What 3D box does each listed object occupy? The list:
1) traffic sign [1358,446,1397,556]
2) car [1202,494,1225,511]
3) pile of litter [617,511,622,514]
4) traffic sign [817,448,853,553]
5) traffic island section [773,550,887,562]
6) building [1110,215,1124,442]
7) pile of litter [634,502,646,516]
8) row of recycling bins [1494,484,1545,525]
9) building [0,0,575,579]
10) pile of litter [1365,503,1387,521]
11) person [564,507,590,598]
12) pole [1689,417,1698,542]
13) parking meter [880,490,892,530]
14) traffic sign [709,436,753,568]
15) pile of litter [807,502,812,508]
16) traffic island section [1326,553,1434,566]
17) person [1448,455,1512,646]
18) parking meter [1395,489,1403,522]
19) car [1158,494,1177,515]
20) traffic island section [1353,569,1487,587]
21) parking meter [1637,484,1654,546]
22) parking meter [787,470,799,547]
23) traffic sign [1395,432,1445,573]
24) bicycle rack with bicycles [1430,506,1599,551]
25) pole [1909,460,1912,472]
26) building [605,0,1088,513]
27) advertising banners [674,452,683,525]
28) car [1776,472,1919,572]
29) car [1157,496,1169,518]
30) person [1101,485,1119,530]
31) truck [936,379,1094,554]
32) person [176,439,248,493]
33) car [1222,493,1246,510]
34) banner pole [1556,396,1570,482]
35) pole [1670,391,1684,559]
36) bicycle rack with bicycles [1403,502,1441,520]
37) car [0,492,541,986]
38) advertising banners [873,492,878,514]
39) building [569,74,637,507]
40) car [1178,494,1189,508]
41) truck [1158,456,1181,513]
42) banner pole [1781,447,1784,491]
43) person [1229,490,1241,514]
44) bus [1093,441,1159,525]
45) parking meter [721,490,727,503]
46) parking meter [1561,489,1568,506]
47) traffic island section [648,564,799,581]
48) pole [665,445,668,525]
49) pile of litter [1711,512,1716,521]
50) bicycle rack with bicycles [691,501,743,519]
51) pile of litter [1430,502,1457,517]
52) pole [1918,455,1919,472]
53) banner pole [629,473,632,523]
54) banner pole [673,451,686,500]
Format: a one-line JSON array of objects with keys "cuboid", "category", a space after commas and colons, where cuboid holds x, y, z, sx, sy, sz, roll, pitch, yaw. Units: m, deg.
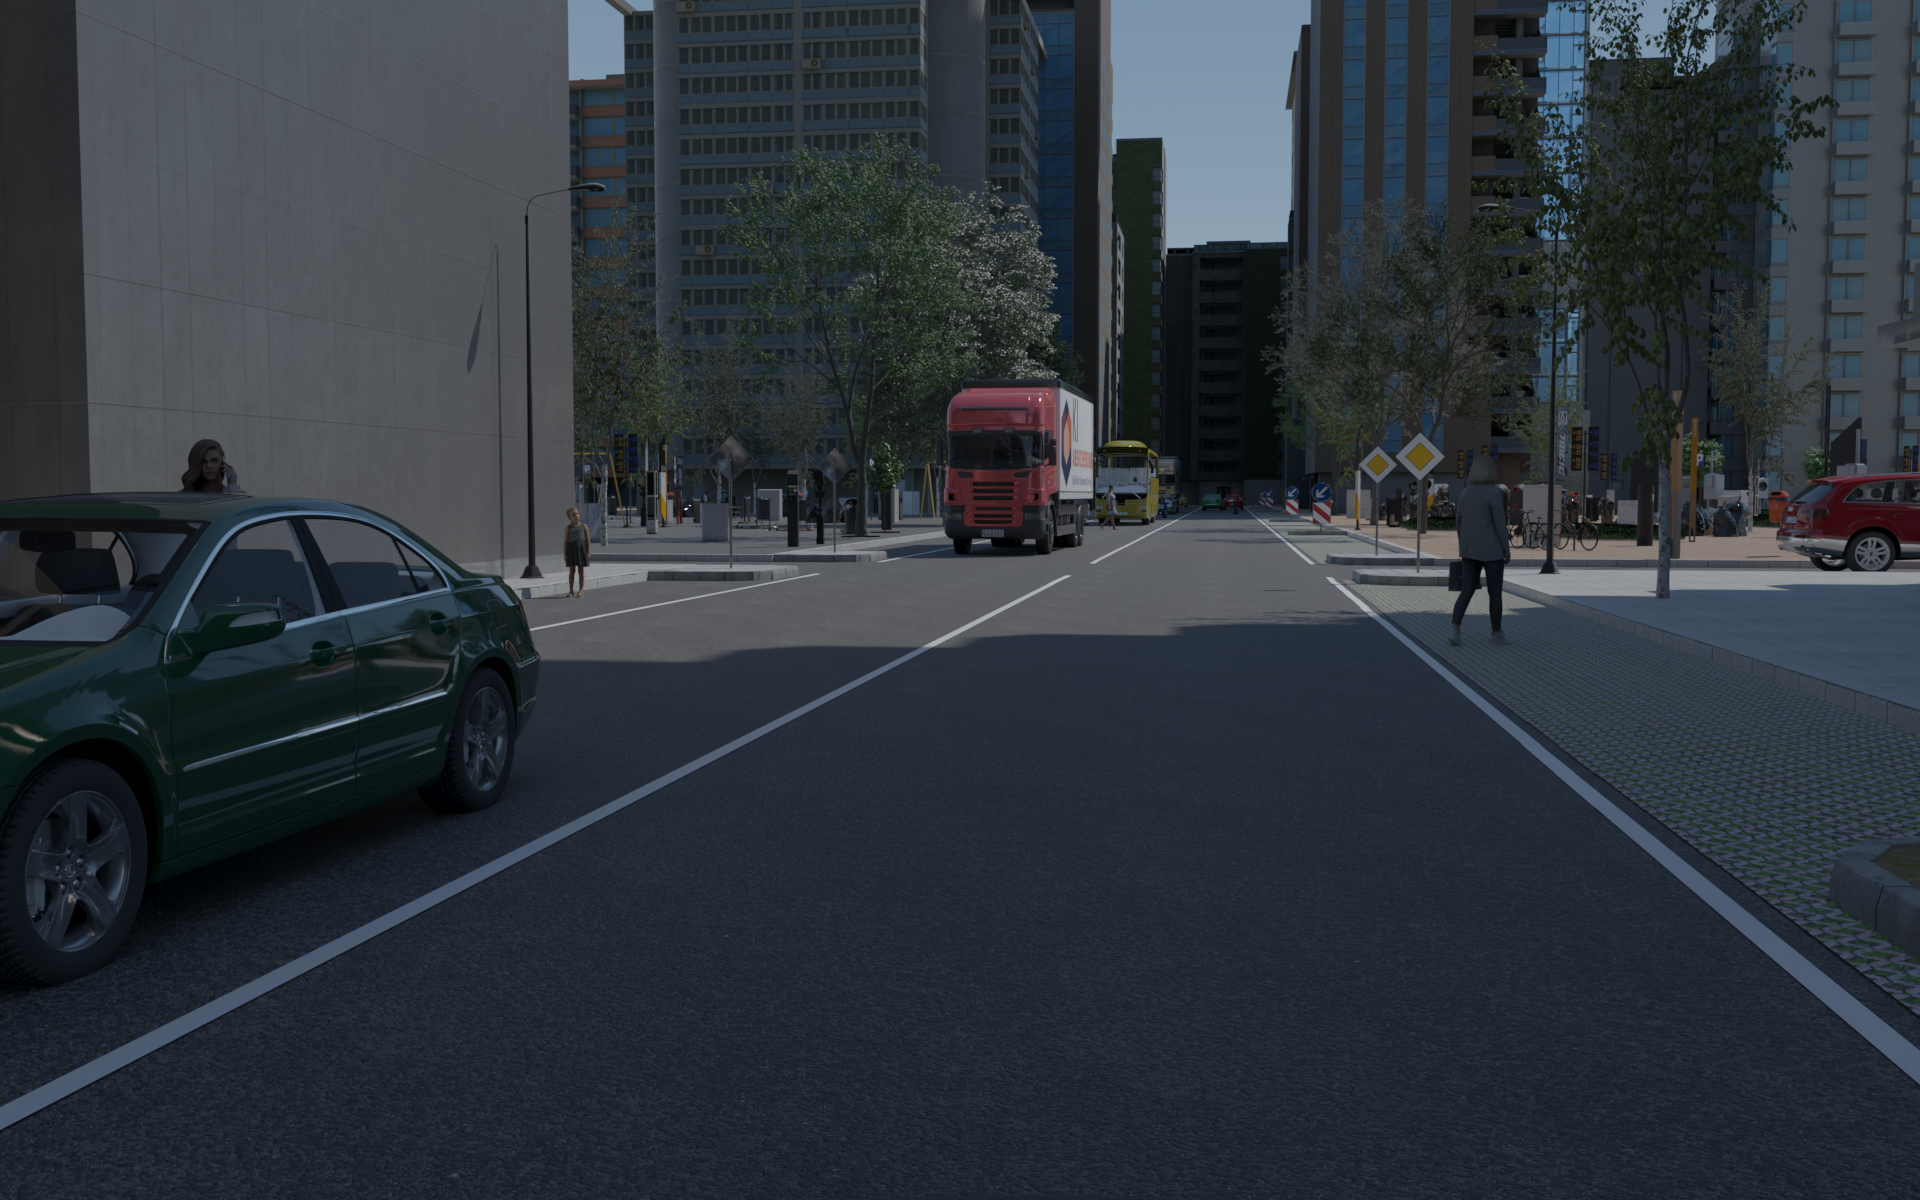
[{"cuboid": [8.671, -1.979, 36.003, 0.795, 2.450, 0.064, 1, 4, 9], "category": "traffic sign"}, {"cuboid": [21.731, -8.551, 148.600, 1.959, 1.807, 4.718, 1, 4, 10], "category": "car"}, {"cuboid": [-22.422, -5.929, 110.910, 1.719, 0.858, 1.176, 0, 4, -6], "category": "pile of litter"}, {"cuboid": [-2.735, -2.088, 37.783, 0.795, 2.450, 0.064, 1, 4, 9], "category": "traffic sign"}, {"cuboid": [-2.759, -0.952, 37.848, 2.009, 0.180, 2.903, 1, 4, 9], "category": "traffic island section"}, {"cuboid": [9.993, -25.078, 181.719, 14.107, 30.474, 14.160, 1, 4, 9], "category": "building"}, {"cuboid": [-19.216, -5.538, 104.515, 1.176, 0.858, 1.719, 1, 4, 21], "category": "pile of litter"}, {"cuboid": [22.651, -3.939, 71.515, 3.534, 1.692, 1.069, 3, 4, 38], "category": "row of recycling bins"}, {"cuboid": [-22.016, -12.606, 25.176, 30.058, 24.678, 14.314, 1, 4, 9], "category": "building"}, {"cuboid": [20.213, -4.278, 83.914, 1.176, 0.858, 1.719, 1, 4, 18], "category": "pile of litter"}, {"cuboid": [-5.309, -0.663, 24.010, 0.362, 1.253, 0.373, 0, 4, -5], "category": "person"}, {"cuboid": [19.555, -3.201, 46.171, 0.158, 3.312, 0.155, 0, 3, 0], "category": "pole"}, {"cuboid": [-2.632, -3.429, 61.780, 0.399, 1.863, 0.255, 0, 4, 7], "category": "parking meter"}, {"cuboid": [-3.957, -1.605, 29.891, 0.795, 2.450, 0.064, 1, 4, 9], "category": "traffic sign"}, {"cuboid": [-9.151, -5.376, 101.859, 1.176, 0.858, 1.719, 3, 4, 38], "category": "pile of litter"}, {"cuboid": [8.695, -0.844, 36.076, 2.009, 0.180, 2.903, 1, 4, 9], "category": "traffic island section"}, {"cuboid": [4.850, -0.468, 16.334, 0.728, 1.800, 0.709, -2, 4, -31], "category": "person"}, {"cuboid": [20.522, -4.437, 80.962, 0.372, 1.533, 0.369, 0, 3, 0], "category": "parking meter"}, {"cuboid": [13.987, -6.611, 119.888, 2.131, 1.459, 4.920, 1, 4, 10], "category": "car"}, {"cuboid": [7.474, -0.361, 28.185, 2.009, 0.180, 2.903, 1, 4, 9], "category": "traffic island section"}, {"cuboid": [16.926, -2.101, 42.769, 0.372, 1.533, 0.369, 0, 3, 0], "category": "parking meter"}, {"cuboid": [-4.048, -2.221, 42.027, 0.255, 1.863, 0.399, 0, 4, 0], "category": "parking meter"}, {"cuboid": [7.449, -1.497, 28.111, 0.795, 2.450, 0.064, 1, 4, 9], "category": "traffic sign"}, {"cuboid": [12.920, -1.628, 39.994, 2.852, 0.926, 2.925, -1, 4, -13], "category": "bicycle rack with bicycles"}, {"cuboid": [56.831, -6.719, 103.693, 0.158, 3.312, 0.155, 0, 3, 0], "category": "pole"}, {"cuboid": [-7.193, -26.562, 126.173, 32.217, 40.220, 23.993, 1, 4, 9], "category": "building"}, {"cuboid": [-11.897, -4.704, 73.095, 0.090, 3.025, 2.074, 0, 4, 0], "category": "advertising banners"}, {"cuboid": [17.579, -1.371, 31.086, 5.304, 1.827, 2.281, 0, 4, 7], "category": "car"}, {"cuboid": [11.654, -5.637, 104.744, 1.945, 1.354, 3.894, 0, 4, 8], "category": "car"}, {"cuboid": [5.986, -3.713, 69.309, 0.778, 1.811, 0.616, 1, 4, 23], "category": "person"}, {"cuboid": [1.643, -3.408, 44.627, 2.839, 4.237, 11.283, 1, 4, 10], "category": "truck"}, {"cuboid": [-4.448, -0.066, 10.162, 0.593, 1.750, 0.643, -1, 4, -14], "category": "person"}, {"cuboid": [24.890, -9.083, 157.547, 2.155, 1.783, 4.494, 1, 4, 9], "category": "car"}, {"cuboid": [14.989, -3.266, 43.410, 0.401, 3.779, 0.863, -1, 4, -16], "category": "banner pole"}, {"cuboid": [14.160, -2.471, 34.243, 0.158, 3.312, 0.155, 0, 3, 0], "category": "pole"}, {"cuboid": [22.489, -4.301, 83.704, 2.852, 0.926, 2.925, 0, 4, 1], "category": "bicycle rack with bicycles"}, {"cuboid": [-3.251, 0.314, 6.670, 2.131, 1.459, 4.920, 1, 4, 9], "category": "car"}, {"cuboid": [-4.883, -7.120, 112.606, 2.074, 3.025, 0.090, 3, 5, 41], "category": "advertising banners"}, {"cuboid": [-32.364, -32.331, 183.234, 28.867, 44.769, 22.147, 1, 4, 9], "category": "building"}, {"cuboid": [23.477, -10.720, 185.496, 2.015, 1.641, 3.980, 1, 4, 9], "category": "car"}, {"cuboid": [15.257, -8.671, 130.681, 2.839, 4.237, 11.283, 1, 4, 9], "category": "truck"}, {"cuboid": [44.051, -6.292, 92.883, 0.401, 3.779, 0.863, 1, 4, 23], "category": "banner pole"}, {"cuboid": [19.674, -7.016, 123.927, 0.721, 1.743, 1.217, -2, 4, -32], "category": "person"}, {"cuboid": [8.087, -5.616, 83.361, 2.896, 3.916, 12.252, 1, 4, 8], "category": "bus"}, {"cuboid": [-13.386, -5.476, 97.951, 0.372, 1.533, 0.369, 0, 3, 0], "category": "parking meter"}, {"cuboid": [27.566, -4.321, 79.063, 0.372, 1.533, 0.369, 0, 3, 0], "category": "parking meter"}, {"cuboid": [-3.981, -0.469, 29.956, 2.009, 0.180, 2.903, 1, 4, 9], "category": "traffic island section"}, {"cuboid": [-12.267, -4.775, 71.906, 0.158, 3.312, 0.155, 0, 3, 0], "category": "pole"}, {"cuboid": [37.089, -4.277, 83.901, 1.176, 0.858, 1.719, -3, 5, -42], "category": "pile of litter"}, {"cuboid": [-12.334, -4.669, 89.721, 2.925, 0.926, 2.852, -3, 5, -41], "category": "bicycle rack with bicycles"}, {"cuboid": [25.893, -4.717, 91.083, 1.719, 0.858, 1.176, 3, 5, 44], "category": "pile of litter"}, {"cuboid": [49.789, -5.878, 89.942, 0.158, 3.312, 0.155, 0, 3, 0], "category": "pole"}, {"cuboid": [-14.415, -5.248, 75.819, 0.401, 3.779, 0.863, 0, 4, -4], "category": "banner pole"}, {"cuboid": [-16.218, -6.795, 101.120, 0.401, 3.779, 0.863, 3, 5, 39], "category": "banner pole"}]
